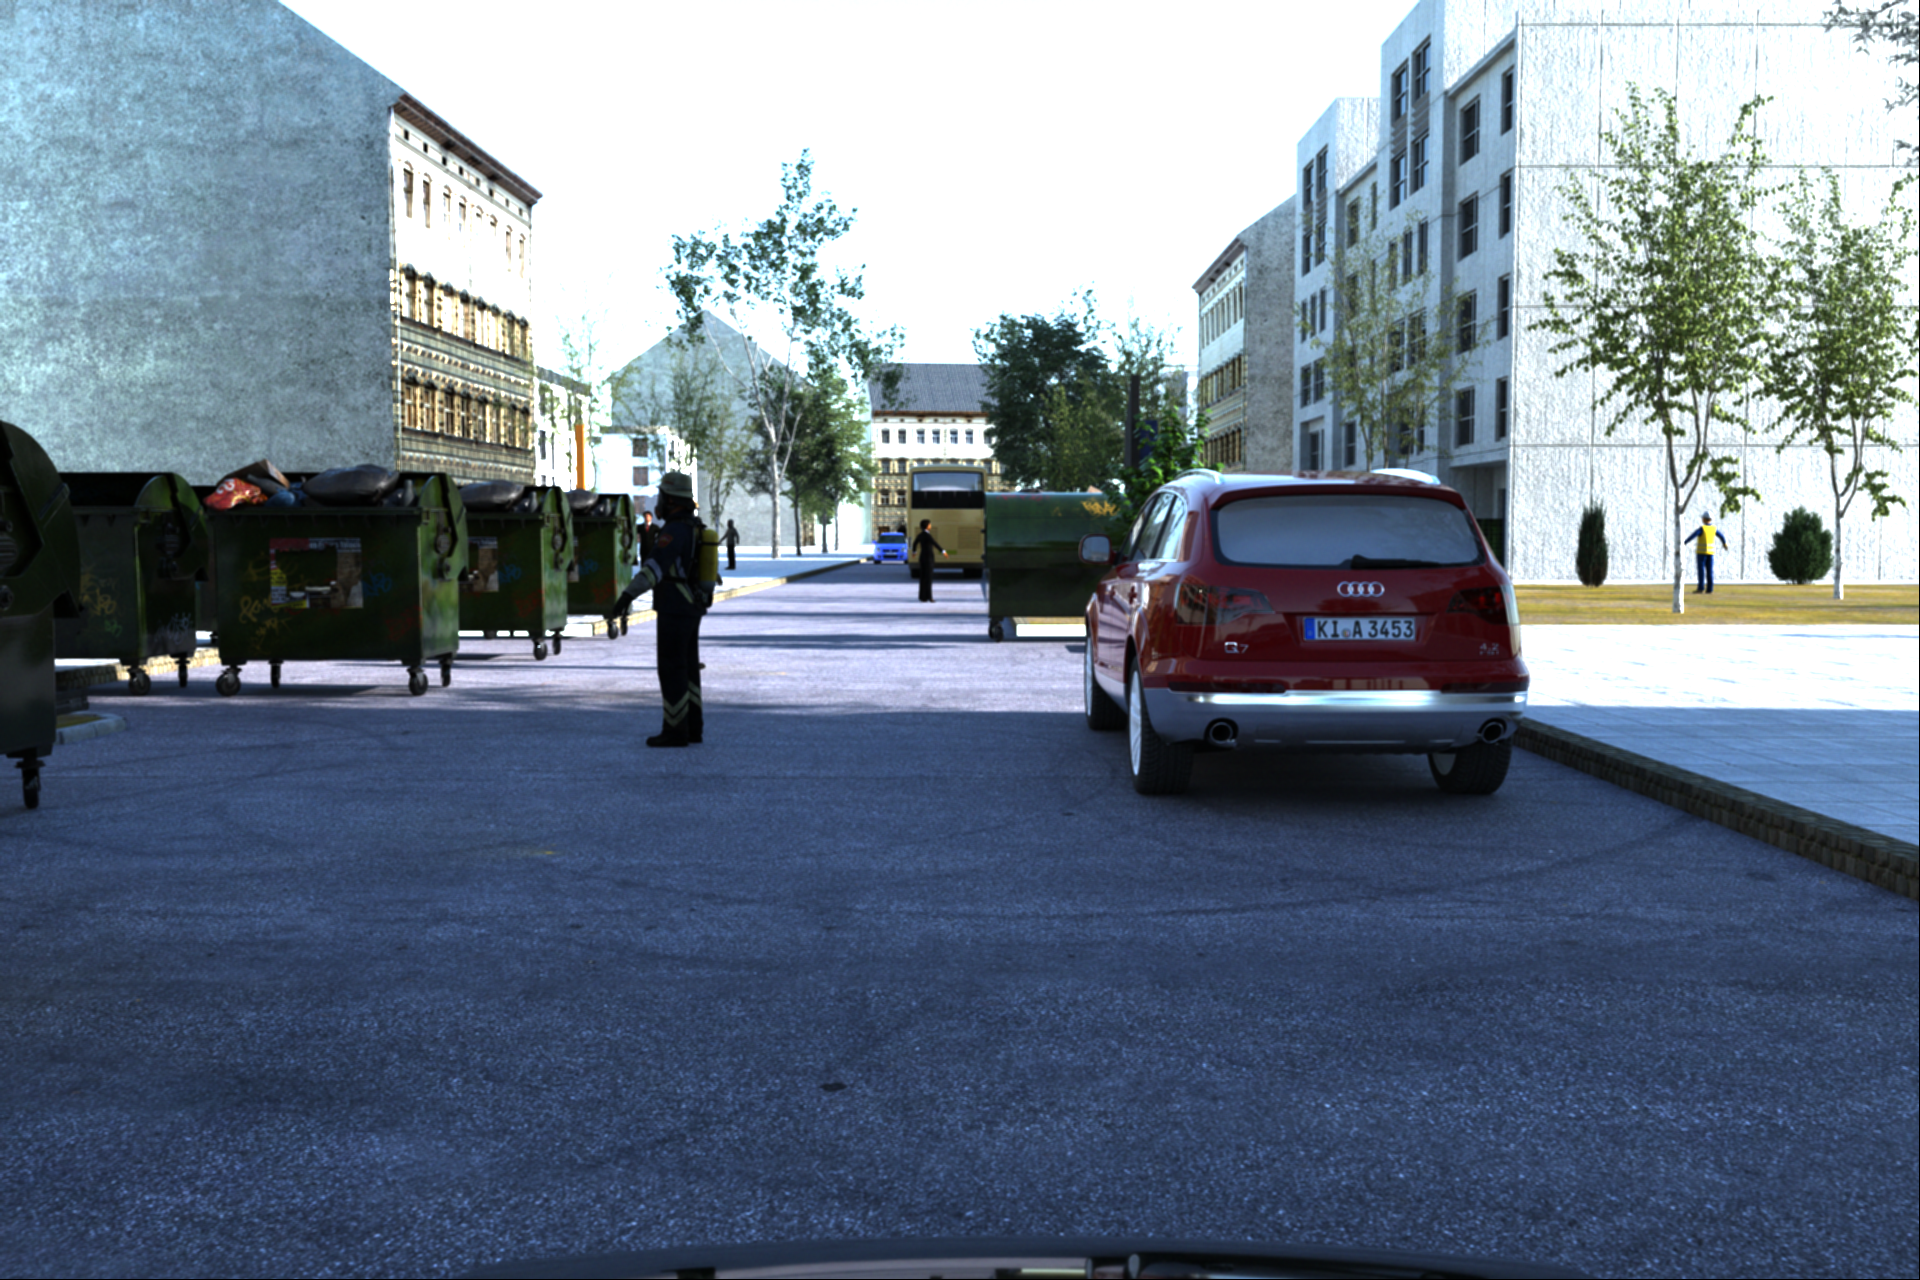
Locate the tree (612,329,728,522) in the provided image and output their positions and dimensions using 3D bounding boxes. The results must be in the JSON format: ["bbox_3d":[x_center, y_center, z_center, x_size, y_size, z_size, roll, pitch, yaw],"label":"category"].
[{"bbox_3d":[-9.881,-6.821,61.880,4.360,8.622,3.978,0,3,0],"label":"tree"}]

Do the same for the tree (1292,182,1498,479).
[{"bbox_3d":[8.882,-5.286,36.793,4.360,8.622,3.978,0,3,0],"label":"tree"}]

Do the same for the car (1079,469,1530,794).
[{"bbox_3d":[1.952,-0.147,11.078,2.281,1.827,5.304,0,4,0],"label":"car"}]

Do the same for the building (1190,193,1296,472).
[{"bbox_3d":[23.734,-16.252,96.654,19.493,23.208,18.063,0,4,0],"label":"building"}]

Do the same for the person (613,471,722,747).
[{"bbox_3d":[-1.939,-0.217,11.778,0.705,1.856,1.354,1,4,17],"label":"person"}]

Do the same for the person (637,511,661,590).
[{"bbox_3d":[-7.103,-2.032,39.416,1.347,1.806,0.705,0,4,-5],"label":"person"}]

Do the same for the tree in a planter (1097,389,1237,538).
[{"bbox_3d":[2.603,-1.479,21.412,1.991,3.239,1.994,0,4,0],"label":"tree in a planter"}]

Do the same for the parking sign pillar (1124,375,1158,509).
[{"bbox_3d":[3.110,-2.542,30.040,1.447,3.967,1.447,0,4,0],"label":"parking sign pillar"}]

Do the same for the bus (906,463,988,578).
[{"bbox_3d":[-0.485,-4.143,59.287,2.896,3.916,12.252,0,4,-1],"label":"bus"}]

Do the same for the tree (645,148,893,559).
[{"bbox_3d":[-9.490,-14.138,87.047,12.611,20.169,13.585,0,3,0],"label":"tree"}]

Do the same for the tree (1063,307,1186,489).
[{"bbox_3d":[5.535,-6.507,56.758,4.737,8.622,4.395,0,3,0],"label":"tree"}]

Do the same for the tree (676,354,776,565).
[{"bbox_3d":[-10.255,-7.391,71.203,4.360,8.622,3.978,0,3,0],"label":"tree"}]

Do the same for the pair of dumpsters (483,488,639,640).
[{"bbox_3d":[-6.757,-1.158,23.889,4.436,2.255,1.574,0,4,0],"label":"pair of dumpsters"}]

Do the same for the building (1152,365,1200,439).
[{"bbox_3d":[26.007,-20.381,189.652,16.016,20.090,11.380,0,4,0],"label":"building"}]

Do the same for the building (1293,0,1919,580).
[{"bbox_3d":[23.563,-12.028,63.119,16.747,18.905,31.486,0,3,0],"label":"building"}]

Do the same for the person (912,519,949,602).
[{"bbox_3d":[-0.646,-1.664,36.381,0.721,1.740,1.216,-3,4,-37],"label":"person"}]

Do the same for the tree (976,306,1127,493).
[{"bbox_3d":[5.689,-11.620,96.640,9.857,13.997,8.962,0,3,0],"label":"tree"}]

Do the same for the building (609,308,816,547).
[{"bbox_3d":[-24.845,-21.225,177.959,19.493,23.208,18.063,0,4,-1],"label":"building"}]

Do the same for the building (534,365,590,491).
[{"bbox_3d":[-25.450,-9.556,98.387,9.099,9.664,28.070,0,3,0],"label":"building"}]

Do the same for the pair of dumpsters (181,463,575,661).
[{"bbox_3d":[-6.792,-0.918,19.968,4.436,2.255,1.574,0,4,0],"label":"pair of dumpsters"}]

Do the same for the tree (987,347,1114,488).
[{"bbox_3d":[6.180,-12.347,112.244,12.009,13.543,11.850,0,3,0],"label":"tree"}]

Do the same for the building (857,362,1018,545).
[{"bbox_3d":[-3.204,-23.686,220.655,18.063,23.208,19.493,-1,4,-8],"label":"building"}]

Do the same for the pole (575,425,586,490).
[{"bbox_3d":[-7.087,-2.359,32.413,0.158,3.312,0.155,0,3,0],"label":"pole"}]

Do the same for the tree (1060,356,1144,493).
[{"bbox_3d":[5.729,-7.461,72.355,4.360,8.622,3.978,0,3,0],"label":"tree"}]

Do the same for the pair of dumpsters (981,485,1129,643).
[{"bbox_3d":[2.496,-1.127,23.379,4.436,2.255,1.574,0,4,-1],"label":"pair of dumpsters"}]

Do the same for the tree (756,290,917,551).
[{"bbox_3d":[-9.225,-16.850,131.388,12.611,20.169,13.585,0,3,0],"label":"tree"}]

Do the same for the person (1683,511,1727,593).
[{"bbox_3d":[16.115,-1.901,37.550,1.216,1.772,0.721,-1,4,-14],"label":"person"}]

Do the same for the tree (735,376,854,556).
[{"bbox_3d":[-9.863,-10.255,102.075,7.601,10.594,8.767,-1,4,-10],"label":"tree"}]

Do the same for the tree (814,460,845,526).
[{"bbox_3d":[-19.127,-19.208,220.711,9.857,13.997,8.962,0,3,0],"label":"tree"}]

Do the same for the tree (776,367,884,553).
[{"bbox_3d":[-9.052,-12.173,117.150,7.486,12.596,7.792,0,3,0],"label":"tree"}]

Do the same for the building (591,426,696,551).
[{"bbox_3d":[-27.009,-12.621,148.498,9.099,9.664,28.070,0,4,1],"label":"building"}]

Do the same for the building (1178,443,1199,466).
[{"bbox_3d":[23.138,-13.307,159.723,9.099,9.664,28.070,0,4,0],"label":"building"}]

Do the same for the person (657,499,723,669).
[{"bbox_3d":[-2.916,-0.623,18.412,0.705,1.858,1.354,-2,4,-34],"label":"person"}]

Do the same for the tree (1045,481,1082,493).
[{"bbox_3d":[13.703,-17.750,215.972,9.928,11.665,9.643,0,3,0],"label":"tree"}]

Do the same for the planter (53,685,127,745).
[{"bbox_3d":[-7.101,0.547,12.204,1.991,0.319,1.994,0,4,0],"label":"planter"}]

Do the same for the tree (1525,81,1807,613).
[{"bbox_3d":[11.515,-4.738,27.824,4.737,8.622,4.395,0,3,0],"label":"tree"}]

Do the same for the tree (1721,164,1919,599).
[{"bbox_3d":[17.198,-5.112,33.938,4.737,8.622,4.395,0,3,0],"label":"tree"}]

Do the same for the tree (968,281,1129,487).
[{"bbox_3d":[7.303,-16.706,129.033,12.611,20.169,13.585,0,3,0],"label":"tree"}]

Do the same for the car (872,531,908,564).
[{"bbox_3d":[-3.279,-4.547,83.940,1.945,1.707,3.694,0,4,0],"label":"car"}]

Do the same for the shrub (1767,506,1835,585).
[{"bbox_3d":[21.404,-2.426,44.085,1.690,2.028,1.600,0,3,0],"label":"shrub"}]

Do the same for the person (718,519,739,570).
[{"bbox_3d":[-8.298,-3.451,62.546,0.705,1.813,1.348,-3,4,-38],"label":"person"}]

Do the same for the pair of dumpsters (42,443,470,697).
[{"bbox_3d":[-6.831,-0.655,15.664,4.436,2.255,1.574,0,3,0],"label":"pair of dumpsters"}]

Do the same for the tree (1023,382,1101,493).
[{"bbox_3d":[5.167,-8.101,82.821,4.737,8.622,4.395,0,3,0],"label":"tree"}]

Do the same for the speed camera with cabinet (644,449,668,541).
[{"bbox_3d":[-6.997,-2.850,40.930,0.660,3.252,2.038,0,4,1],"label":"speed camera with cabinet"}]

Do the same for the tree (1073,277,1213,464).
[{"bbox_3d":[5.447,-6.076,49.713,4.360,8.622,3.978,0,3,0],"label":"tree"}]

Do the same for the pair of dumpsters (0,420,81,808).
[{"bbox_3d":[-6.862,-0.216,8.480,4.436,2.255,1.574,0,4,1],"label":"pair of dumpsters"}]

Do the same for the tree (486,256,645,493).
[{"bbox_3d":[-9.632,-5.818,45.482,4.360,8.622,3.978,0,3,0],"label":"tree"}]

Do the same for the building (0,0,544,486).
[{"bbox_3d":[-28.429,-14.523,68.387,19.493,23.208,18.063,0,4,1],"label":"building"}]

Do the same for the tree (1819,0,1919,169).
[{"bbox_3d":[8.436,-6.076,9.705,12.009,13.543,11.850,0,3,0],"label":"tree"}]
